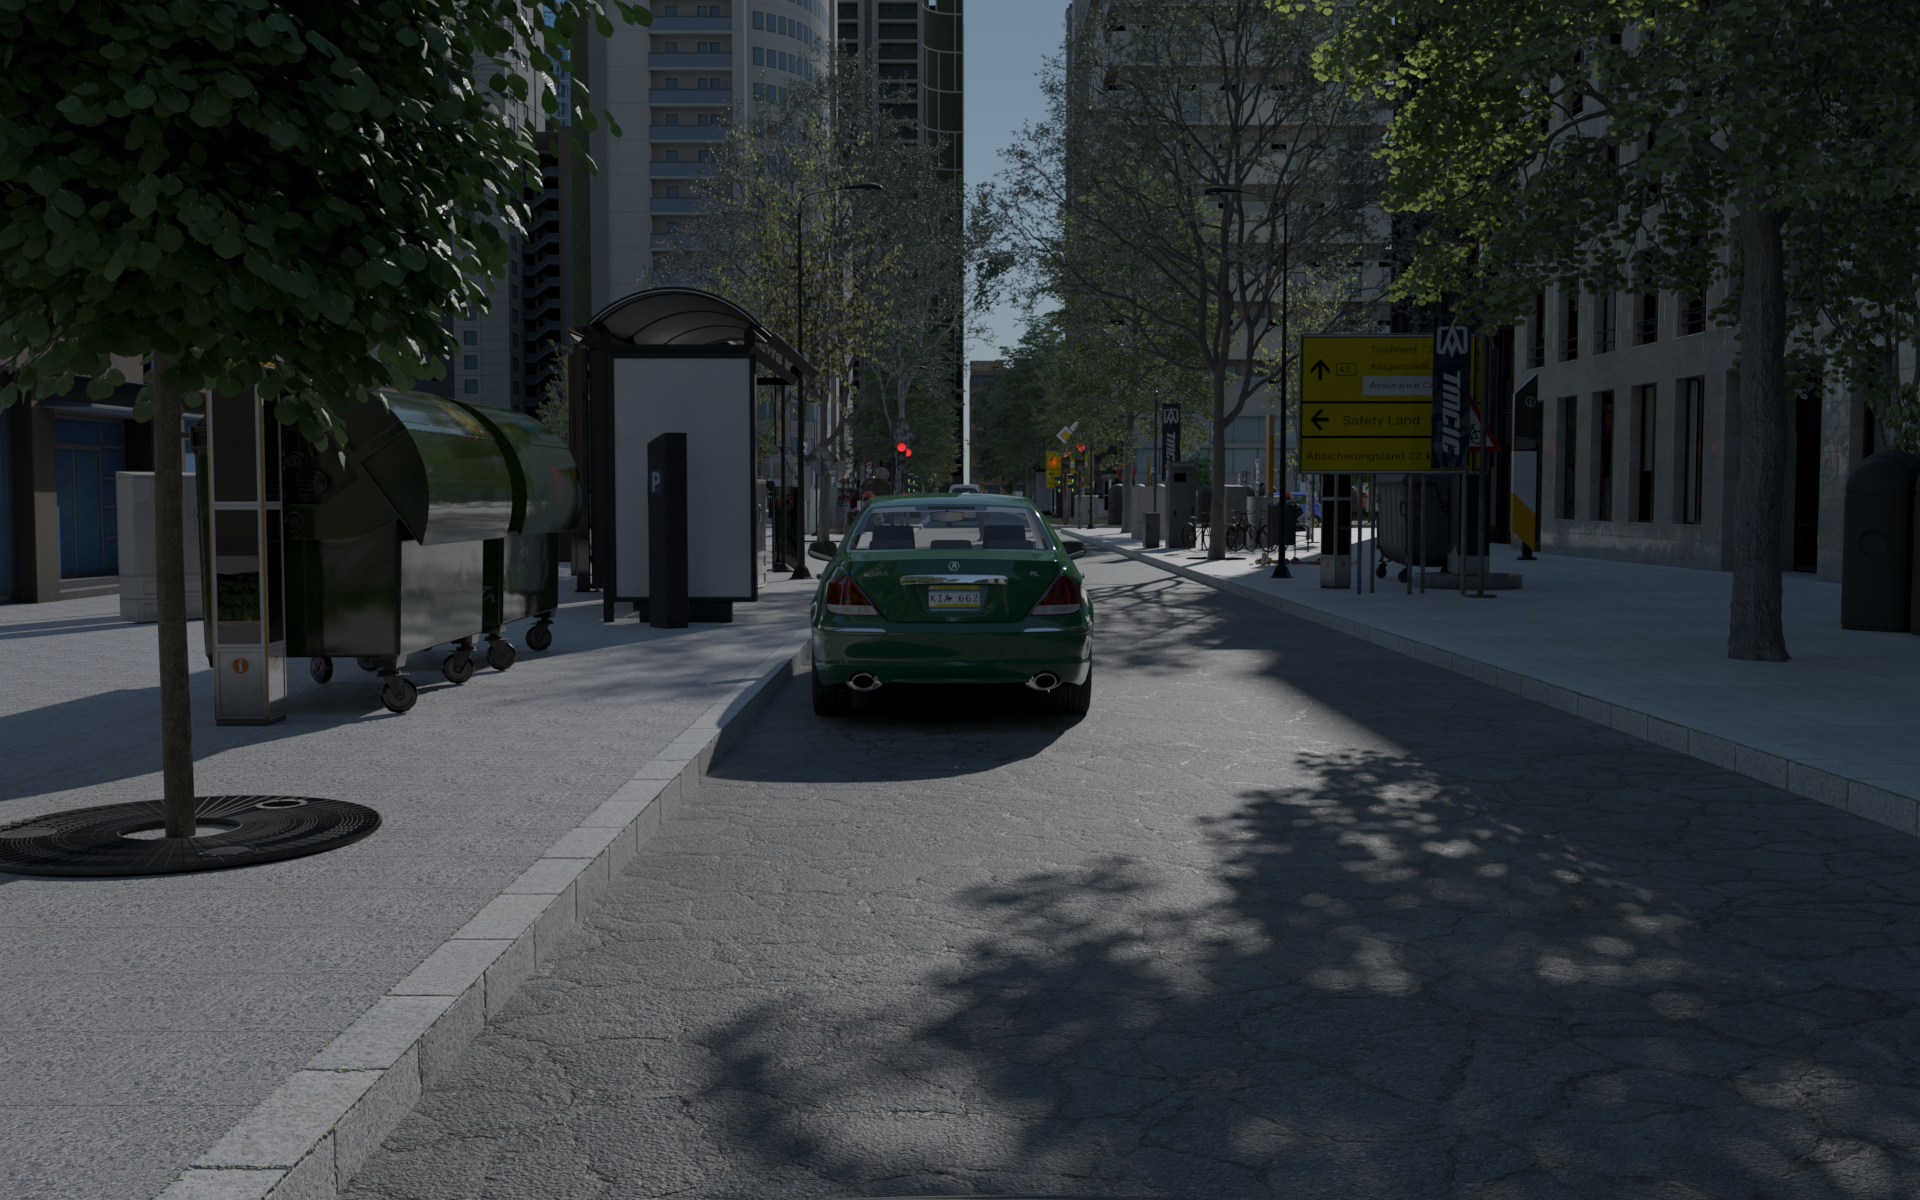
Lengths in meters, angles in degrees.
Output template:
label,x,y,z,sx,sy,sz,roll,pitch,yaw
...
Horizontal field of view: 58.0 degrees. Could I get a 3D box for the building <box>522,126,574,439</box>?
label,x,y,z,sx,sy,sz,roll,pitch,yaw
building,-43.289,-34.028,206.463,14.200,45.320,14.600,0,4,0

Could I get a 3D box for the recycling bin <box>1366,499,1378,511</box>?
label,x,y,z,sx,sy,sz,roll,pitch,yaw
recycling bin,23.205,-5.177,97.203,0.722,1.027,0.722,0,4,5

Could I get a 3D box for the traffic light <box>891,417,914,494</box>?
label,x,y,z,sx,sy,sz,roll,pitch,yaw
traffic light,-2.102,-4.550,63.310,0.839,4.253,0.868,0,4,0

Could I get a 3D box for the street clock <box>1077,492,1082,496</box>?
label,x,y,z,sx,sy,sz,roll,pitch,yaw
street clock,5.684,-4.738,82.038,0.358,2.002,0.471,0,4,0

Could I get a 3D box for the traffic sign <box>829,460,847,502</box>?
label,x,y,z,sx,sy,sz,roll,pitch,yaw
traffic sign,-4.526,-3.862,63.251,0.768,2.556,0.104,0,4,5

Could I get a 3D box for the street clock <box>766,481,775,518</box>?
label,x,y,z,sx,sy,sz,roll,pitch,yaw
street clock,-10.125,-5.380,92.533,0.358,2.002,0.471,3,4,37

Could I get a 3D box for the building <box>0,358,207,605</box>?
label,x,y,z,sx,sy,sz,roll,pitch,yaw
building,-17.495,-22.705,21.345,14.600,45.320,14.200,0,4,0

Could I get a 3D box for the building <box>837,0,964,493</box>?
label,x,y,z,sx,sy,sz,roll,pitch,yaw
building,-9.730,-49.450,246.755,20.611,71.187,20.563,0,4,0

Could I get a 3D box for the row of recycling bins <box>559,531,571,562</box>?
label,x,y,z,sx,sy,sz,roll,pitch,yaw
row of recycling bins,-7.150,-1.581,32.964,3.534,1.692,1.069,-1,4,-9

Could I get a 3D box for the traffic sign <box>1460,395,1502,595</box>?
label,x,y,z,sx,sy,sz,roll,pitch,yaw
traffic sign,6.380,-1.339,21.893,0.884,2.594,0.081,0,4,2

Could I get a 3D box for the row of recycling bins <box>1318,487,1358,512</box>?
label,x,y,z,sx,sy,sz,roll,pitch,yaw
row of recycling bins,19.192,-4.956,88.145,1.069,1.692,3.534,-1,4,-11

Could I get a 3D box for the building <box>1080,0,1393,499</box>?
label,x,y,z,sx,sy,sz,roll,pitch,yaw
building,27.127,-35.634,171.848,28.713,52.752,27.495,0,4,0

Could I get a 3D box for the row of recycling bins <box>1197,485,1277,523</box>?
label,x,y,z,sx,sy,sz,roll,pitch,yaw
row of recycling bins,12.320,-4.275,77.005,3.534,1.692,1.069,1,4,15

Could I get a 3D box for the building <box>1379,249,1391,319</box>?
label,x,y,z,sx,sy,sz,roll,pitch,yaw
building,49.331,-26.699,208.225,14.107,30.474,14.160,0,4,0

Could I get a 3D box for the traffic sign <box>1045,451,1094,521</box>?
label,x,y,z,sx,sy,sz,roll,pitch,yaw
traffic sign,5.139,-5.339,81.166,2.265,3.308,0.079,0,4,2

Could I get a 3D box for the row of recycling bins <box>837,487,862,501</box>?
label,x,y,z,sx,sy,sz,roll,pitch,yaw
row of recycling bins,-6.993,-6.172,108.032,1.069,1.692,3.534,-3,4,-36

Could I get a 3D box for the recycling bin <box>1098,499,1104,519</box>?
label,x,y,z,sx,sy,sz,roll,pitch,yaw
recycling bin,7.313,-4.712,89.599,0.722,1.027,0.722,2,4,31

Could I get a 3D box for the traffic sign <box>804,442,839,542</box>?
label,x,y,z,sx,sy,sz,roll,pitch,yaw
traffic sign,-3.092,-2.283,38.516,0.795,2.450,0.064,0,4,5

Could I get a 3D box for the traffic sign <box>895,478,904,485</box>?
label,x,y,z,sx,sy,sz,roll,pitch,yaw
traffic sign,-4.330,-7.554,123.609,0.768,2.556,0.104,0,4,6

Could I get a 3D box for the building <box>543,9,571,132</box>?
label,x,y,z,sx,sy,sz,roll,pitch,yaw
building,-64.136,-57.137,246.859,31.000,86.520,22.319,0,4,0

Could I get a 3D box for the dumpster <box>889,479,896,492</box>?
label,x,y,z,sx,sy,sz,roll,pitch,yaw
dumpster,-4.800,-6.838,114.297,1.502,2.255,1.985,0,4,0

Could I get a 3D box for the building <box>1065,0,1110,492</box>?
label,x,y,z,sx,sy,sz,roll,pitch,yaw
building,22.623,-40.211,199.455,21.231,58.520,28.212,0,4,0

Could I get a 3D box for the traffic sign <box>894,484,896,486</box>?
label,x,y,z,sx,sy,sz,roll,pitch,yaw
traffic sign,-4.672,-8.044,131.631,0.768,2.556,0.104,0,4,3

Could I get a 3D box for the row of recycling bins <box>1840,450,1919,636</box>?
label,x,y,z,sx,sy,sz,roll,pitch,yaw
row of recycling bins,9.262,-0.490,15.122,1.069,1.692,3.534,-1,4,-21

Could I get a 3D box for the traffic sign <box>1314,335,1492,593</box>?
label,x,y,z,sx,sy,sz,roll,pitch,yaw
traffic sign,5.668,-1.741,22.343,2.265,3.308,0.079,0,4,3

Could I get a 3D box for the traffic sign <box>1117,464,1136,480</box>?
label,x,y,z,sx,sy,sz,roll,pitch,yaw
traffic sign,6.858,-4.359,71.375,0.768,2.556,0.104,0,4,3

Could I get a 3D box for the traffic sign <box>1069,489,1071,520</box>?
label,x,y,z,sx,sy,sz,roll,pitch,yaw
traffic sign,5.529,-5.323,87.039,0.884,2.594,0.081,0,4,6

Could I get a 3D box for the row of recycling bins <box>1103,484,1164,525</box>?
label,x,y,z,sx,sy,sz,roll,pitch,yaw
row of recycling bins,7.977,-4.019,72.828,3.534,1.692,1.069,-1,4,-14

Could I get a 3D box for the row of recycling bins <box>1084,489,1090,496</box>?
label,x,y,z,sx,sy,sz,roll,pitch,yaw
row of recycling bins,11.017,-7.793,134.529,3.534,1.692,1.069,2,4,30

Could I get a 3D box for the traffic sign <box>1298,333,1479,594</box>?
label,x,y,z,sx,sy,sz,roll,pitch,yaw
traffic sign,5.425,-1.722,22.033,2.265,3.308,0.079,0,4,0

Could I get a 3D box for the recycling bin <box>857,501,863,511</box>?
label,x,y,z,sx,sy,sz,roll,pitch,yaw
recycling bin,-3.325,-3.140,63.886,0.722,1.027,0.722,-2,4,-29

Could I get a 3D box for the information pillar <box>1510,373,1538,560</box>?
label,x,y,z,sx,sy,sz,roll,pitch,yaw
information pillar,10.936,-2.580,33.539,0.504,3.616,0.183,-1,4,-8

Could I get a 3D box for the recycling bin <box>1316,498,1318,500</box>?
label,x,y,z,sx,sy,sz,roll,pitch,yaw
recycling bin,22.674,-6.049,111.454,0.722,1.027,0.722,2,4,26

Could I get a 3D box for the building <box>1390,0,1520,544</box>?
label,x,y,z,sx,sy,sz,roll,pitch,yaw
building,19.901,-13.298,47.100,12.332,23.373,15.834,0,4,0

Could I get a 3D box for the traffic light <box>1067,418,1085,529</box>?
label,x,y,z,sx,sy,sz,roll,pitch,yaw
traffic light,4.359,-4.552,63.352,0.839,4.253,0.868,0,4,0

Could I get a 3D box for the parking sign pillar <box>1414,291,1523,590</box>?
label,x,y,z,sx,sy,sz,roll,pitch,yaw
parking sign pillar,6.993,-2.157,23.738,1.447,3.967,1.447,1,4,10

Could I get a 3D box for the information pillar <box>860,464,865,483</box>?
label,x,y,z,sx,sy,sz,roll,pitch,yaw
information pillar,-6.826,-8.028,122.615,0.504,3.616,0.183,2,4,29

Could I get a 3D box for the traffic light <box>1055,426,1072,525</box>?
label,x,y,z,sx,sy,sz,roll,pitch,yaw
traffic light,4.326,-5.041,71.337,0.839,4.253,0.868,0,4,0

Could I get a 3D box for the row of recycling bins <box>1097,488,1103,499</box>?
label,x,y,z,sx,sy,sz,roll,pitch,yaw
row of recycling bins,9.392,-5.527,97.486,3.534,1.692,1.069,3,4,38

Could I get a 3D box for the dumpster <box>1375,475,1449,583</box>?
label,x,y,z,sx,sy,sz,roll,pitch,yaw
dumpster,6.923,-1.215,25.616,1.264,1.857,1.865,0,4,0

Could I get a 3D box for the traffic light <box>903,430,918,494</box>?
label,x,y,z,sx,sy,sz,roll,pitch,yaw
traffic light,-2.135,-5.038,71.295,0.839,4.253,0.868,0,4,0

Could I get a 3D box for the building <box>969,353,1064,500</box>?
label,x,y,z,sx,sy,sz,roll,pitch,yaw
building,15.902,-24.864,251.569,28.899,21.520,27.650,0,4,0

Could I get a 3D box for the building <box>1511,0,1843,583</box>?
label,x,y,z,sx,sy,sz,roll,pitch,yaw
building,17.786,-10.749,30.491,10.420,20.320,16.860,0,4,0

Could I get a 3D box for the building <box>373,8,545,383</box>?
label,x,y,z,sx,sy,sz,roll,pitch,yaw
building,-60.683,-46.772,202.971,20.611,71.187,20.563,0,4,0

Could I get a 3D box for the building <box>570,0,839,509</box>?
label,x,y,z,sx,sy,sz,roll,pitch,yaw
building,-22.629,-37.767,159.492,21.231,58.520,28.212,0,4,0

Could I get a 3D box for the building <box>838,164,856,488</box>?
label,x,y,z,sx,sy,sz,roll,pitch,yaw
building,-24.153,-30.908,197.223,23.993,40.220,32.217,0,4,0

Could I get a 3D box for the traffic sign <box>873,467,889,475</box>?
label,x,y,z,sx,sy,sz,roll,pitch,yaw
traffic sign,-3.702,-4.969,81.354,0.768,2.556,0.104,0,4,6

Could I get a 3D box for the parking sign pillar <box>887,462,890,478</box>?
label,x,y,z,sx,sy,sz,roll,pitch,yaw
parking sign pillar,-5.990,-9.090,137.093,1.447,3.967,1.447,0,4,-7
